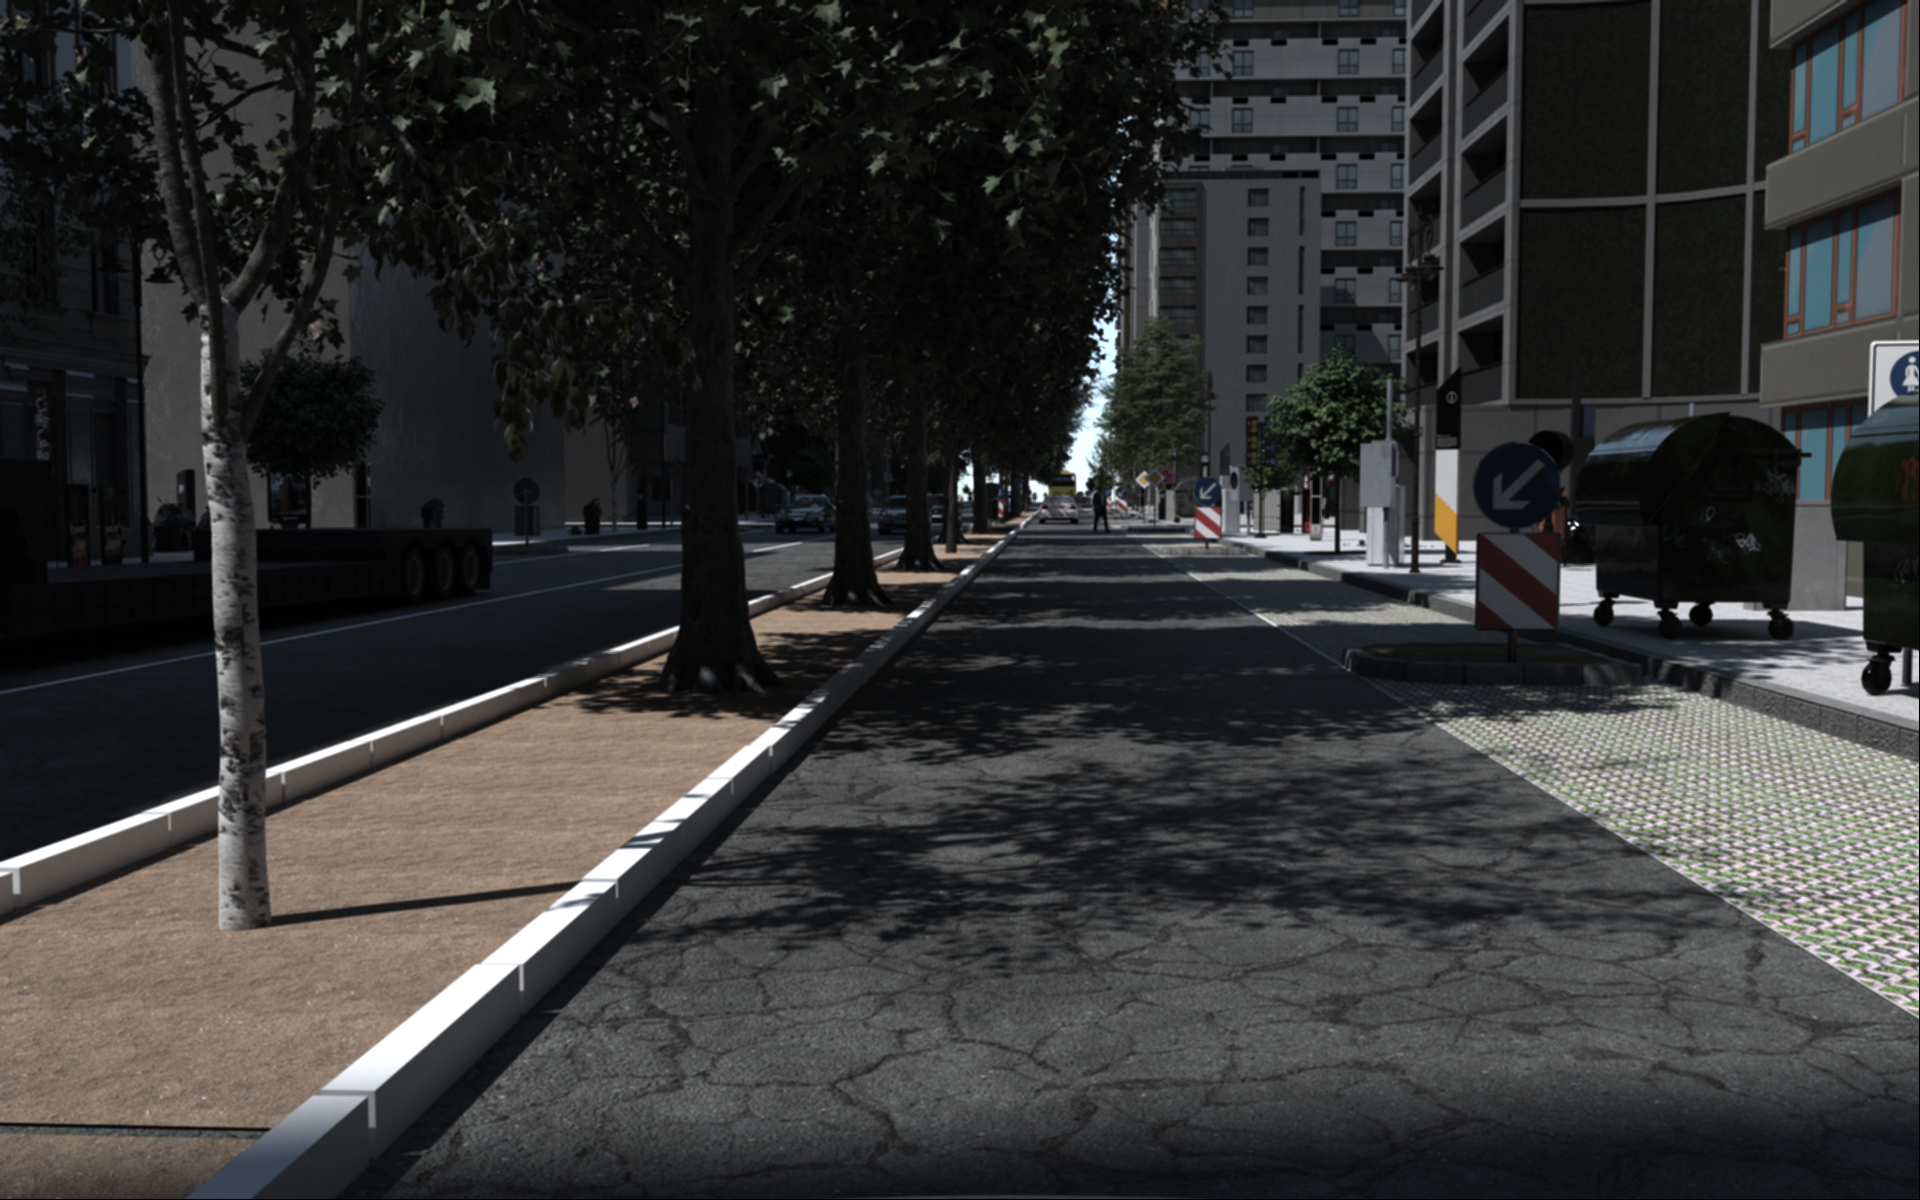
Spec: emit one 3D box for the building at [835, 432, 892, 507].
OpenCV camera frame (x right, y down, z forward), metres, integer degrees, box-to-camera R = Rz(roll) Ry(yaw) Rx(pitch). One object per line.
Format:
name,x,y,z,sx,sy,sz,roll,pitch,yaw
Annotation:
building,-21.653,-19.565,164.919,27.650,21.520,28.899,0,4,3

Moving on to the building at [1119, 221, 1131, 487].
building,29.551,-36.181,241.671,14.600,45.320,14.200,0,4,3

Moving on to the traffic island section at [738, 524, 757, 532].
traffic island section,-9.145,-2.697,66.370,2.009,0.180,2.903,0,4,3

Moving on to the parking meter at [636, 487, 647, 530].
parking meter,-11.469,-3.304,62.439,0.372,1.533,0.369,0,3,0

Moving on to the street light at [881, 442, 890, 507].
street light,-6.520,-10.745,148.468,0.468,5.910,1.993,0,4,3

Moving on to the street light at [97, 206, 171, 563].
street light,-13.334,-3.388,28.175,0.468,5.910,1.993,0,4,3

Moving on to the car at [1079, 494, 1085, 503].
car,19.052,-16.164,274.503,2.015,1.641,3.980,0,4,2

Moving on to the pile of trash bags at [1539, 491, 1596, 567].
pile of trash bags,11.626,-1.333,31.554,3.447,1.369,1.912,-3,4,-38

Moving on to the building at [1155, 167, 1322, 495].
building,24.756,-23.580,157.236,14.160,30.474,14.107,0,4,3

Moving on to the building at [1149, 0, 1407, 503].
building,33.466,-35.940,176.861,28.713,52.752,27.495,0,4,3

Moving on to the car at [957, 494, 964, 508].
car,-0.530,-9.857,171.393,2.015,1.641,3.980,0,4,3

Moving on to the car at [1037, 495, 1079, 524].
car,4.792,-4.411,84.487,2.083,1.381,4.827,0,4,2

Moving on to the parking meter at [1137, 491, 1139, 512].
parking meter,13.120,-7.252,126.979,0.372,1.533,0.369,0,3,0

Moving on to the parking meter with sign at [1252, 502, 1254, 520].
parking meter with sign,15.096,-5.589,87.649,0.543,3.016,1.738,1,4,17

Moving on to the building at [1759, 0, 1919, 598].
building,24.324,-10.021,8.878,27.650,21.520,28.899,0,4,3

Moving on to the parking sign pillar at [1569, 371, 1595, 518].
parking sign pillar,13.892,-3.075,38.752,1.447,3.967,1.447,1,4,17

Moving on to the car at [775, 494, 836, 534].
car,-5.684,-3.218,64.404,2.131,1.459,4.920,0,4,4

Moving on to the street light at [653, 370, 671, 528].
street light,-11.111,-5.627,64.788,0.468,5.910,1.993,0,4,3

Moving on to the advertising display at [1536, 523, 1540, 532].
advertising display,12.408,-1.921,36.630,0.123,1.923,0.974,0,4,1

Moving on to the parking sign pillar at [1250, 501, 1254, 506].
parking sign pillar,23.968,-9.406,142.266,1.447,3.967,1.447,-3,4,-38

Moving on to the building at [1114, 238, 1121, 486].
building,37.213,-38.964,291.688,22.147,44.769,28.867,0,4,3

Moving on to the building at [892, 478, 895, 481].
building,-21.732,-36.907,192.675,28.713,52.752,27.495,0,4,3

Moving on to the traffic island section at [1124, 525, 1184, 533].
traffic island section,7.370,-2.639,65.436,2.009,0.180,2.903,0,4,3

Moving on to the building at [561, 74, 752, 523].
building,-19.715,-18.061,88.810,14.314,27.812,24.014,0,4,3

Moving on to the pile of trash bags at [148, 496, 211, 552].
pile of trash bags,-18.133,-1.759,38.517,1.912,1.369,3.447,2,4,34

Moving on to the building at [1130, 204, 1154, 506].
building,30.758,-40.547,204.941,21.231,58.520,28.212,0,4,3

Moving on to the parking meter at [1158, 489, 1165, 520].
parking meter,10.207,-4.830,87.384,0.372,1.533,0.369,0,3,0

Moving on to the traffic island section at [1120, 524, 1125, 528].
traffic island section,7.820,-3.127,73.409,2.009,0.180,2.903,0,4,3

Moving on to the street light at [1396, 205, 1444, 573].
street light,7.403,-3.378,28.018,0.468,5.910,1.993,0,4,3

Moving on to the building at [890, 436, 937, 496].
building,-10.518,-37.556,264.146,14.600,45.320,14.200,0,4,3

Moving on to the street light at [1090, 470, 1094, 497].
street light,23.162,-20.460,307.301,0.468,5.910,1.993,0,4,3

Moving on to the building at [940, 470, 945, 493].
building,-15.460,-27.045,287.230,27.650,21.520,28.899,0,4,3

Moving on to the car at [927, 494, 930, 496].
car,-3.367,-9.600,165.748,1.959,1.807,4.718,0,4,4

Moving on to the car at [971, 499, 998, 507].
car,1.906,-7.444,131.498,2.009,1.686,4.222,0,4,4

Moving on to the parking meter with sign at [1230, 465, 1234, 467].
parking meter with sign,16.287,-6.687,105.601,0.543,3.016,1.738,0,4,0

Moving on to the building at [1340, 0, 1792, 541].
building,23.171,-37.377,49.372,20.563,71.187,20.611,0,4,3

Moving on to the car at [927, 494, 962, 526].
car,-0.875,-4.056,76.097,2.009,1.686,4.222,0,4,5

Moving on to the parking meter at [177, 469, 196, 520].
parking meter,-18.409,-2.171,41.215,0.399,1.863,0.255,2,4,32

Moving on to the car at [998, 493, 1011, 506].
car,4.738,-10.459,180.593,1.945,1.707,3.694,0,4,5

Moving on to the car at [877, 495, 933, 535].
car,-1.963,-3.104,62.746,2.014,1.417,4.499,0,4,2

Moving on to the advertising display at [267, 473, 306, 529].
advertising display,-15.759,-2.169,40.673,0.123,1.923,0.974,3,5,43

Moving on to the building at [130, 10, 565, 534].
building,-32.064,-15.285,54.418,34.151,26.468,19.350,0,4,3

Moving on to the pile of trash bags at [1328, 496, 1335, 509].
pile of trash bags,29.533,-7.533,132.915,3.447,1.369,1.912,1,4,15

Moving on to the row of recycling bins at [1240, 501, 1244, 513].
row of recycling bins,17.882,-6.794,118.201,1.069,1.692,3.534,-3,5,-44

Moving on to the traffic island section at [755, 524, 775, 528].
traffic island section,-8.695,-3.184,74.342,2.009,0.180,2.903,0,4,3

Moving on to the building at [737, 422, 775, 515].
building,-20.440,-14.806,109.534,16.820,18.784,16.811,0,4,3

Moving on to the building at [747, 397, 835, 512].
building,-16.609,-18.435,131.088,12.332,23.373,15.834,0,4,3

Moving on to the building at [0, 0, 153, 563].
building,-21.858,-10.849,26.529,9.793,20.994,18.267,0,4,3

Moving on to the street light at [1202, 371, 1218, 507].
street light,9.332,-5.631,64.847,0.468,5.910,1.993,0,4,3
